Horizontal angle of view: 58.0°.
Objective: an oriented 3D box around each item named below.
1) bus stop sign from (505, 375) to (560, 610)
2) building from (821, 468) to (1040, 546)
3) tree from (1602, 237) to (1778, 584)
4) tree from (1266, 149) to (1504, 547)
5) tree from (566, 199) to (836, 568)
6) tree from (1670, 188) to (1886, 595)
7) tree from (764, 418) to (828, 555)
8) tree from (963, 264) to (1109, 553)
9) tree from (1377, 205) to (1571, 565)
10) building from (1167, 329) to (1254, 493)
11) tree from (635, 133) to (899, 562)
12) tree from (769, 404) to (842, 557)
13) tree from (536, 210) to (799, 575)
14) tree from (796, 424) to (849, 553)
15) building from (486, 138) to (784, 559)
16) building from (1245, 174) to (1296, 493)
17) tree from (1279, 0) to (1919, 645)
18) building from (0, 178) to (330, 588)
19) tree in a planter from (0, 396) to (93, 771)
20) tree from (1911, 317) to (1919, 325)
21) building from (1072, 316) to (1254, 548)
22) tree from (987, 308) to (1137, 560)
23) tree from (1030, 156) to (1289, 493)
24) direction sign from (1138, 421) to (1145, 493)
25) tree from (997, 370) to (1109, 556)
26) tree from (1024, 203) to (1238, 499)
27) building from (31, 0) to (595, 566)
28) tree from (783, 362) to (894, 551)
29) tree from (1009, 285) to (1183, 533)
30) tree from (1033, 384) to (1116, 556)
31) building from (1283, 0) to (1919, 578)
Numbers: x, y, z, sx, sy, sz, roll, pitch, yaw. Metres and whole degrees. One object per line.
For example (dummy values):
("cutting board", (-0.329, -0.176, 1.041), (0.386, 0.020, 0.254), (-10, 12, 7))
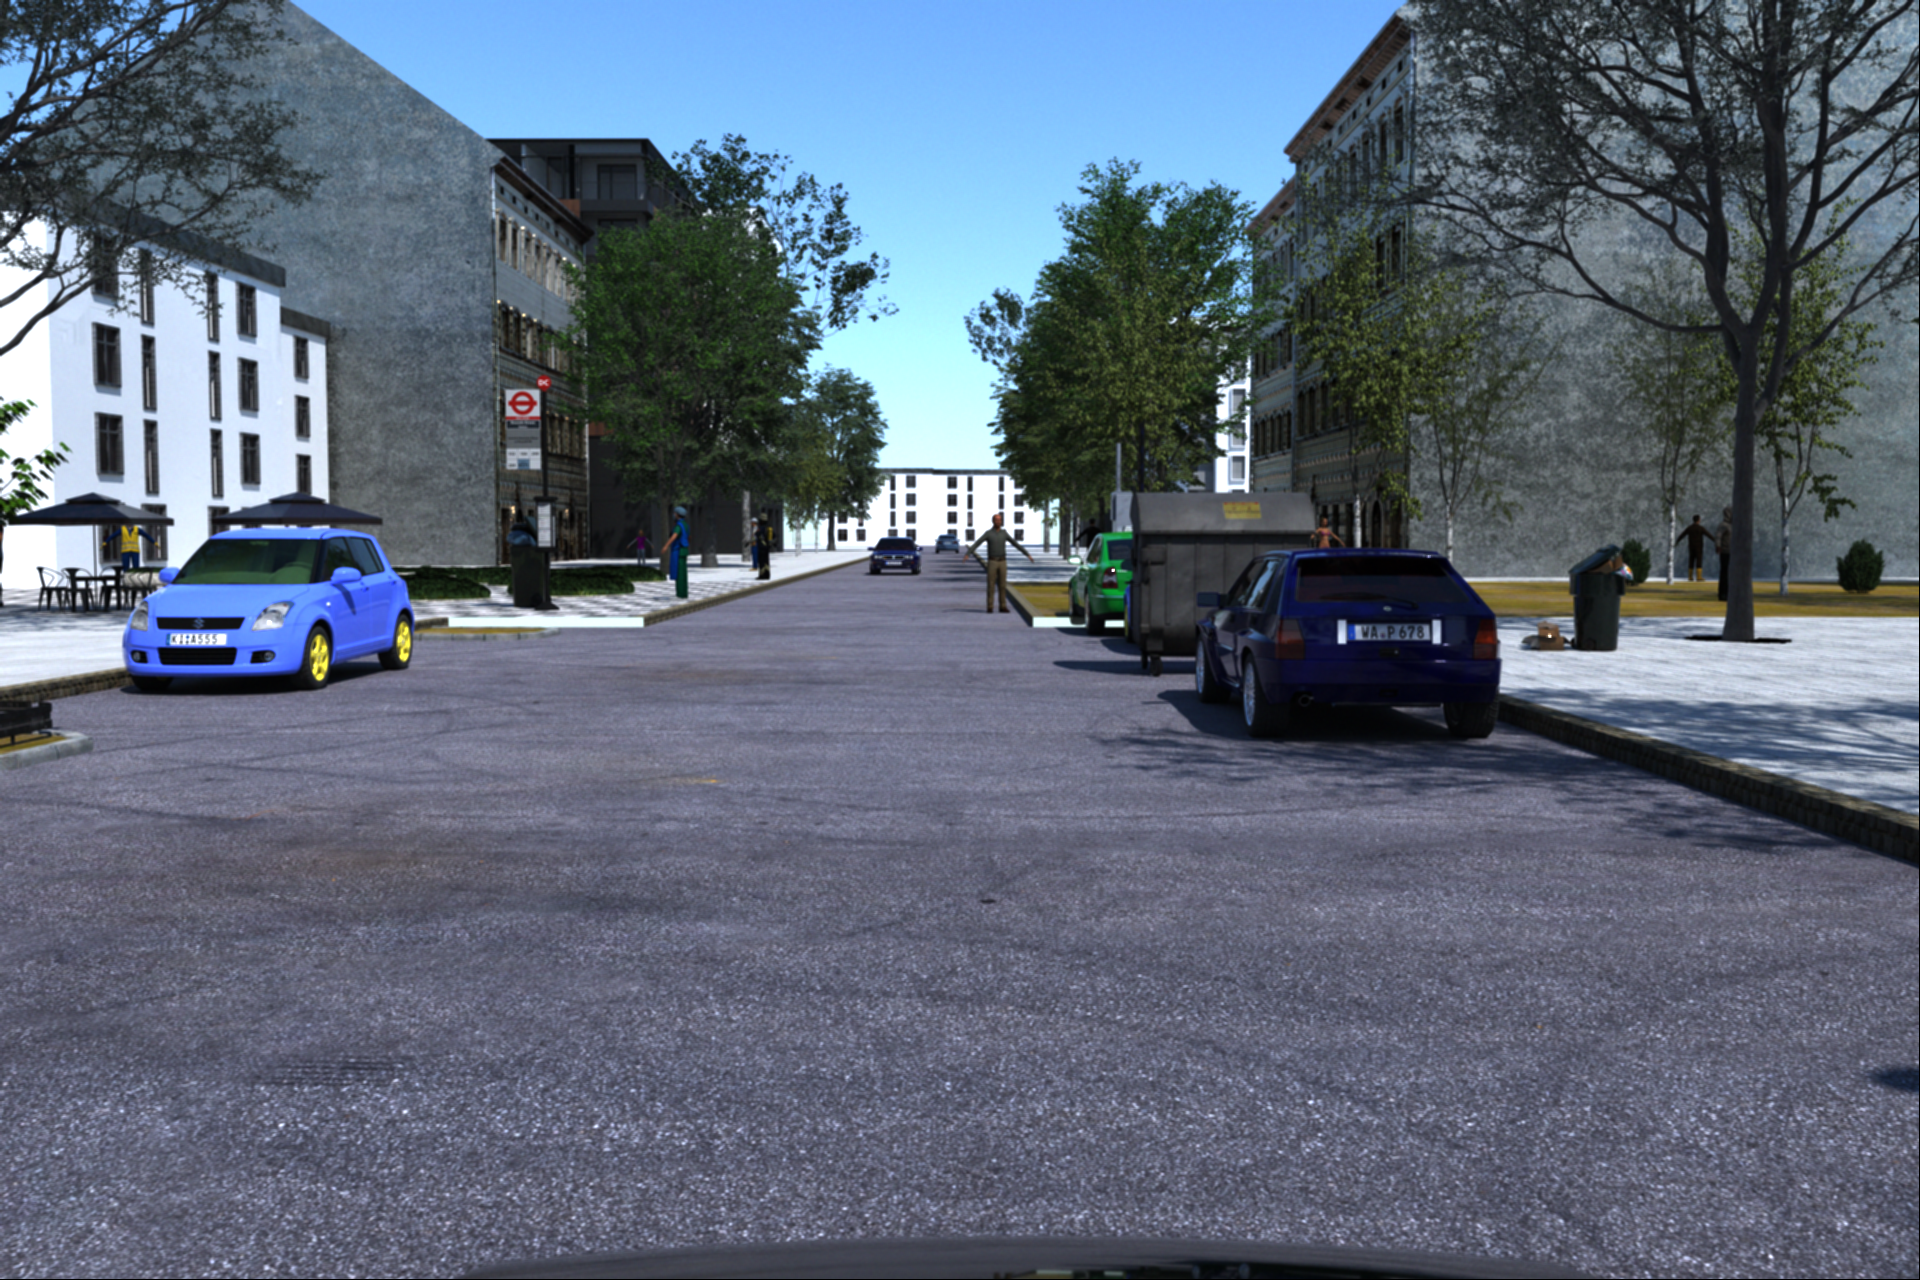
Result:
("bus stop sign", (-7.205, -2.476, 29.189), (0.855, 3.939, 0.416), (0, 4, -1))
("building", (-3.711, -16.894, 220.821), (28.070, 9.664, 9.099), (0, 4, -4))
("tree", (17.883, -5.725, 43.960), (4.360, 8.622, 3.978), (0, 3, 0))
("tree", (7.929, -5.082, 33.453), (4.737, 8.622, 4.395), (0, 3, 0))
("tree", (-9.584, -9.690, 65.090), (9.857, 13.997, 8.962), (0, 3, 0))
("tree", (17.177, -5.242, 36.063), (4.737, 8.622, 4.395), (0, 3, 0))
("tree", (-9.763, -9.542, 106.376), (4.360, 8.622, 3.978), (0, 3, 0))
("tree", (7.399, -16.105, 119.208), (12.611, 20.169, 13.585), (0, 3, 0))
("tree", (11.094, -5.445, 39.390), (4.360, 8.622, 3.978), (0, 3, 0))
("building", (24.358, -18.520, 159.225), (16.016, 20.090, 11.380), (0, 4, 0))
("tree", (-9.233, -13.739, 80.524), (12.611, 20.169, 13.585), (0, 3, 0))
("tree", (-9.069, -9.040, 98.166), (4.737, 8.622, 4.395), (0, 3, 0))
("tree", (-9.187, -7.875, 54.508), (9.928, 11.665, 9.643), (0, 3, 0))
("tree", (-9.618, -10.183, 116.851), (4.737, 8.622, 4.395), (0, 3, 0))
("building", (-26.522, -16.035, 106.149), (27.936, 21.610, 32.646), (0, 4, 0))
("building", (23.794, -15.071, 77.345), (19.493, 23.208, 18.063), (0, 3, 0))
("tree", (9.415, -6.730, 20.402), (12.009, 13.543, 11.850), (0, 3, 0))
("building", (-25.809, -6.891, 54.807), (9.099, 9.664, 28.070), (0, 4, 0))
("tree in a planter", (-6.731, -0.836, 10.889), (1.991, 3.239, 1.994), (0, 4, 0))
("tree", (27.097, -7.586, 42.152), (7.486, 12.596, 7.792), (0, 3, 0))
("building", (25.399, -20.479, 178.811), (27.936, 21.610, 32.646), (0, 4, 0))
("tree", (4.862, -10.204, 84.955), (7.486, 12.596, 7.792), (0, 3, 0))
("tree", (5.591, -7.499, 48.365), (9.928, 11.665, 9.643), (0, 3, 0))
("direction sign", (3.695, -2.650, 35.330), (0.379, 3.537, 0.876), (0, 4, -1))
("tree", (5.643, -11.273, 102.437), (7.486, 12.596, 7.792), (0, 3, 0))
("tree", (5.863, -8.635, 59.315), (7.486, 12.596, 7.792), (0, 3, 0))
("building", (-27.911, -15.100, 77.810), (19.493, 23.208, 18.063), (0, 4, -1))
("tree", (-9.662, -13.679, 130.305), (9.857, 13.997, 8.962), (0, 3, 0))
("tree", (5.620, -8.822, 69.993), (9.928, 11.665, 9.643), (0, 3, 0))
("tree", (5.265, -7.800, 77.885), (4.737, 8.622, 4.395), (0, 3, 0))
("building", (22.389, -13.961, 59.195), (19.493, 23.208, 18.063), (0, 4, 0))
